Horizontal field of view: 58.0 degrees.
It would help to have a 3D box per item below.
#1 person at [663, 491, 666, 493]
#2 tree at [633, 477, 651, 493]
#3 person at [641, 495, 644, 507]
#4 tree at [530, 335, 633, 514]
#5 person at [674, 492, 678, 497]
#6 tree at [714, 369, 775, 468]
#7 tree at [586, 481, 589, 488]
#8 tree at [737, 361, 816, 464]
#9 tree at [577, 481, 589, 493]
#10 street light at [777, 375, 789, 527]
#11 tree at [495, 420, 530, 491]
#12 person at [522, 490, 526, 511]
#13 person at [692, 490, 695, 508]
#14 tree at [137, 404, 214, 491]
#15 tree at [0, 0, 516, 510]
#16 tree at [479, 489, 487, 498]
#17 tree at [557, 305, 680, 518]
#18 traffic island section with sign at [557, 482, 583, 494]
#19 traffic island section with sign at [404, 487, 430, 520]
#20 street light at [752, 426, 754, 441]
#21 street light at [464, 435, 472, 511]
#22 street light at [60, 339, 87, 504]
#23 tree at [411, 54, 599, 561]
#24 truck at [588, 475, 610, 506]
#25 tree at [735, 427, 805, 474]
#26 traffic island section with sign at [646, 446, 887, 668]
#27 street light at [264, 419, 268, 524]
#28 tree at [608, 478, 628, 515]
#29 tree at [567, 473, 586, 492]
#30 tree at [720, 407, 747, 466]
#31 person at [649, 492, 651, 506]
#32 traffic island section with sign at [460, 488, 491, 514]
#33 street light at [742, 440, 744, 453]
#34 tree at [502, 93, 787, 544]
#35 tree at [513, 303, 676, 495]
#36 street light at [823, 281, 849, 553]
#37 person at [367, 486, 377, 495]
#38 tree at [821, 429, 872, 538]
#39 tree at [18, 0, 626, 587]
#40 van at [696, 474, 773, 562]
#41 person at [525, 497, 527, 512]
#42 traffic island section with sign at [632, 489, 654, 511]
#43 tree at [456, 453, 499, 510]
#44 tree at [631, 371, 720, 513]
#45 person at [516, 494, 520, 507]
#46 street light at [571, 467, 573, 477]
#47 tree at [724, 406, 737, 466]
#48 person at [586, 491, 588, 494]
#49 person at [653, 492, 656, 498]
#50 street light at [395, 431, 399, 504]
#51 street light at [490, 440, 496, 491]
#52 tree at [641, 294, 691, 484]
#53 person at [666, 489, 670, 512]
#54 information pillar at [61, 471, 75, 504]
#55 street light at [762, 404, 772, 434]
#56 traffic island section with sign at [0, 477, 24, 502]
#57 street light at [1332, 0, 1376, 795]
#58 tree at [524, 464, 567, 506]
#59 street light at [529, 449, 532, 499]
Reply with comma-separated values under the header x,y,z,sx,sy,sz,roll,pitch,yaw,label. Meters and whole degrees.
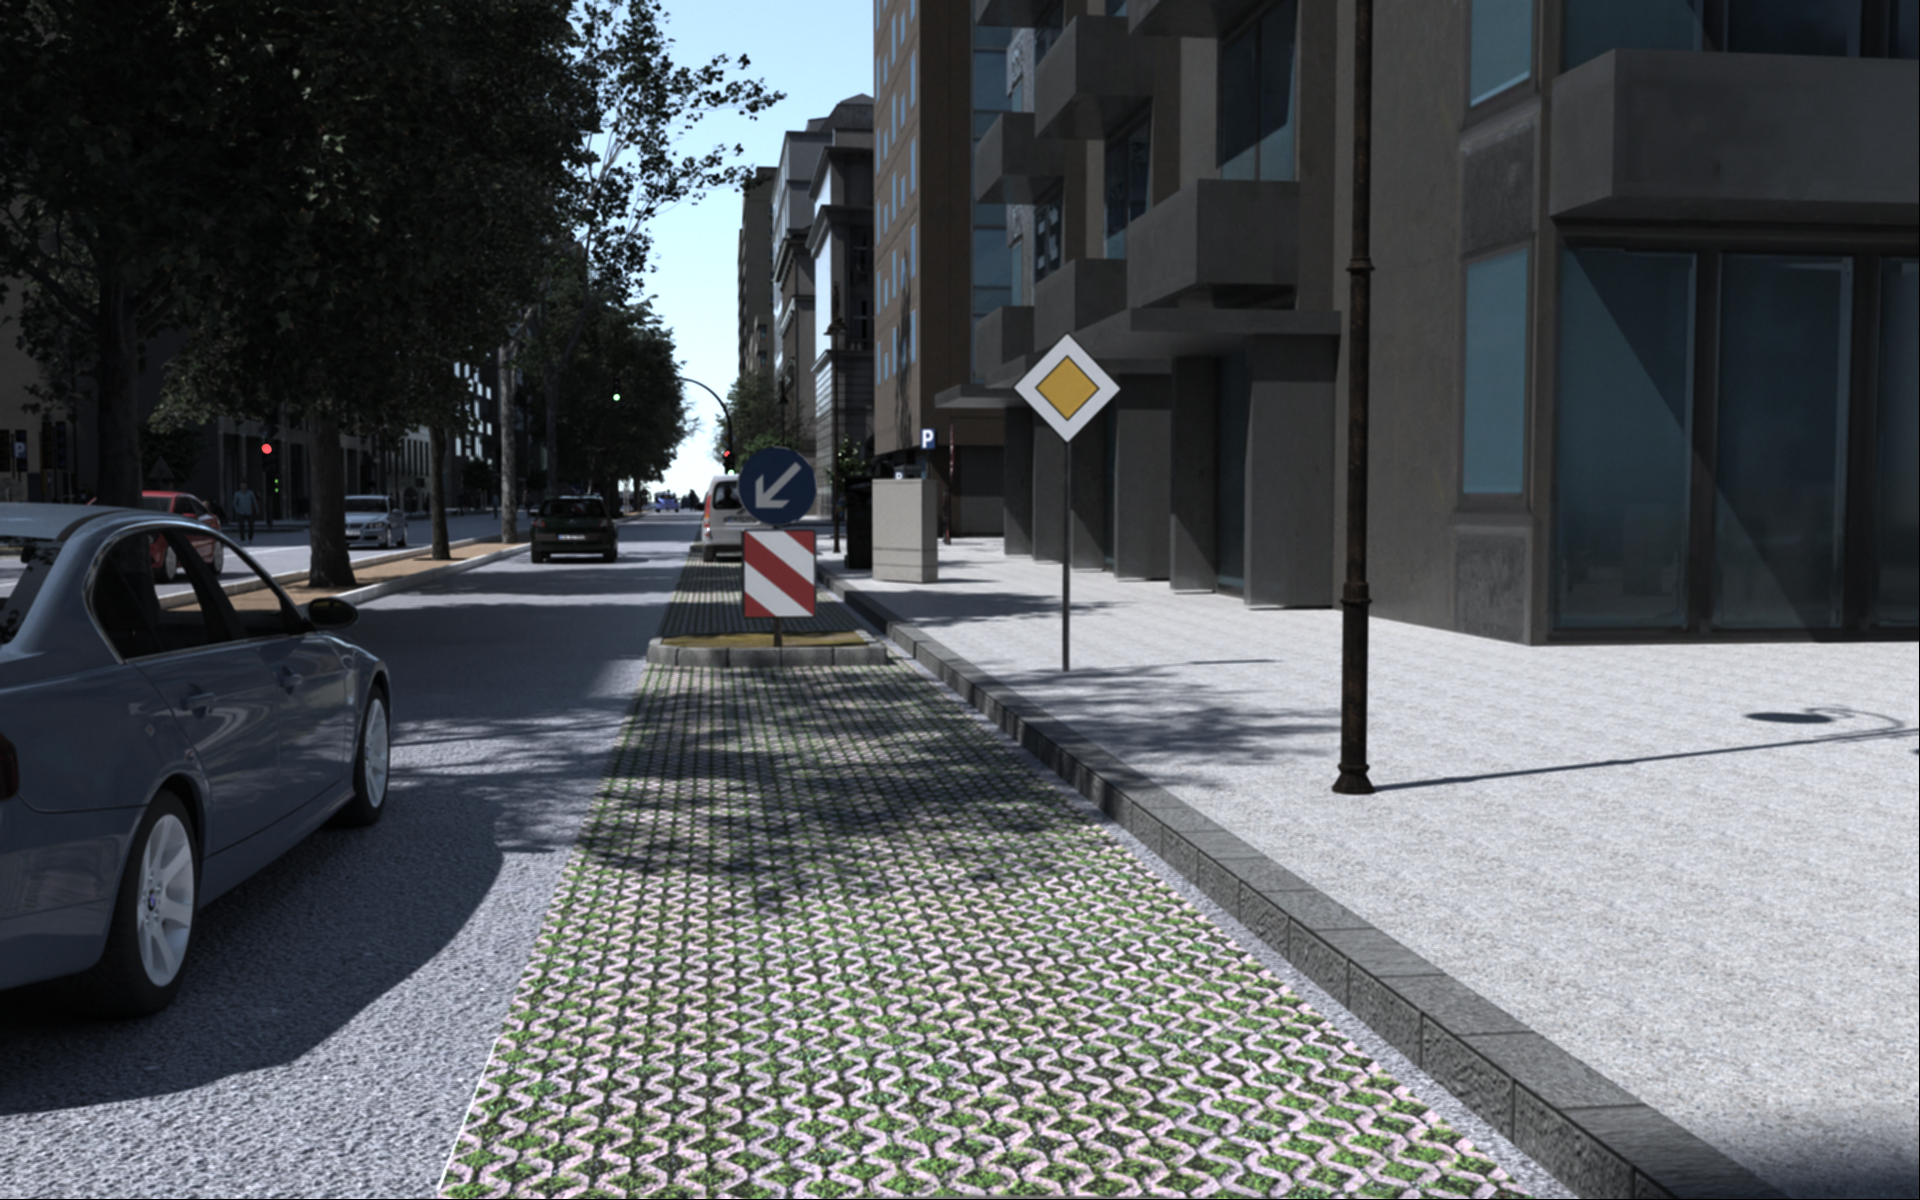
x,y,z,sx,sy,sz,roll,pitch,yaw,label
-29.635,-10.099,174.343,1.217,1.743,0.721,2,4,32,person
-23.575,-10.404,122.929,4.360,8.622,3.978,0,3,0,tree
-36.505,-11.608,198.420,0.705,1.807,1.348,2,4,33,person
-16.994,-7.654,77.962,4.360,8.622,3.978,0,3,0,tree
-50.481,-18.203,306.127,1.348,1.823,0.705,1,4,20,person
-18.875,-14.606,156.942,7.486,12.596,7.792,0,3,0,tree
-56.468,-16.648,255.908,4.285,4.588,4.351,0,3,0,tree
-9.983,-8.862,95.250,4.360,8.622,3.978,0,3,0,tree
-57.890,-16.658,266.960,1.663,3.219,1.824,0,3,0,tree
-6.863,-5.782,67.319,0.468,5.910,1.993,-1,4,-8,street light
-42.111,-13.110,164.712,4.360,8.622,3.978,0,3,0,tree
-37.711,-8.646,150.416,0.990,1.755,0.434,2,4,35,person
-28.208,-10.698,183.037,1.348,1.869,0.705,2,4,26,person
-28.878,-4.834,62.755,4.285,4.588,4.351,0,3,0,tree
-8.107,-5.927,16.378,9.611,12.733,9.660,0,3,0,tree
-39.953,-9.158,144.331,1.663,3.219,1.824,0,3,0,tree
-20.391,-11.085,101.823,7.486,12.596,7.792,0,3,0,tree
-16.478,-4.061,74.538,2.006,1.907,1.989,-1,4,-8,traffic island section with sign
-30.450,-5.338,95.902,1.989,1.847,2.006,-1,4,-8,traffic island section with sign
-14.107,-8.909,118.448,0.468,5.910,1.993,-1,4,-8,street light
-37.798,-9.815,133.267,0.468,5.910,1.993,-1,4,-8,street light
-26.040,-4.781,50.960,0.468,5.910,1.993,-1,4,-8,street light
-11.309,-6.658,37.078,9.928,11.665,9.643,0,3,0,tree
-43.330,-13.475,209.236,2.839,4.237,11.283,-1,4,-10,truck
-9.190,-6.166,84.526,4.285,4.588,4.351,0,3,0,tree
-1.728,-0.400,15.160,1.989,1.847,2.006,-1,4,-8,traffic island section with sign
-29.311,-6.139,73.165,0.468,5.910,1.993,-1,4,-8,street light
-22.956,-10.123,118.331,4.737,8.622,4.395,0,3,0,tree
-51.276,-14.643,223.121,4.285,4.588,4.351,0,3,0,tree
-29.848,-19.875,235.326,12.009,13.543,11.850,0,3,0,tree
-38.156,-12.504,213.627,0.721,1.739,1.217,0,4,-5,person
-34.276,-6.970,122.585,1.989,1.847,2.006,-1,4,-8,traffic island section with sign
-18.540,-10.738,148.351,0.468,5.910,1.993,-1,4,-8,street light
-11.554,-11.615,48.246,12.611,20.169,13.585,0,3,0,tree
-17.988,-8.992,83.891,8.767,10.594,7.601,-1,4,-8,tree
-2.695,-3.970,37.699,0.468,5.910,1.993,-1,4,-8,street light
-26.398,-4.225,77.860,0.520,1.790,0.573,-2,4,-27,person
-3.405,-3.435,50.756,1.663,3.219,1.824,0,3,0,tree
-9.695,-7.167,26.285,9.857,13.997,8.962,0,3,0,tree
-4.749,-1.875,37.675,2.013,2.044,4.112,0,4,-7,van
-35.135,-8.029,140.779,0.512,1.701,0.522,-1,4,-13,person
-27.145,-8.611,148.918,2.006,1.907,1.989,-1,4,-8,traffic island section with sign
-38.681,-9.491,138.895,4.285,4.588,4.351,0,3,0,tree
-24.611,-13.437,132.524,12.009,13.543,11.850,0,3,0,tree
-20.279,-4.282,78.293,0.659,1.850,0.755,0,4,-6,person
-52.061,-15.869,232.239,0.468,5.910,1.993,-1,4,-8,street light
-16.584,-11.356,136.029,4.360,8.622,3.978,0,3,0,tree
-40.930,-11.060,189.886,0.990,1.755,0.434,2,4,34,person
-53.035,-17.882,301.656,1.217,1.735,0.721,-1,4,-21,person
-33.638,-7.984,103.331,0.468,5.910,1.993,-1,4,-8,street light
-40.167,-10.792,149.242,0.468,5.910,1.993,-1,4,-8,street light
-19.068,-11.229,92.703,9.857,13.997,8.962,0,3,0,tree
-23.581,-8.050,140.134,0.555,1.821,0.388,-2,4,-34,person
-28.984,-3.173,56.373,0.304,2.012,0.304,1,4,13,information pillar
-9.875,-7.098,88.837,0.468,5.910,1.993,-1,4,-8,street light
-22.538,-1.964,40.733,1.989,1.847,2.006,-1,4,-8,traffic island section with sign
1.697,-2.110,7.293,0.468,5.910,1.993,-1,4,-8,street light
-46.461,-12.709,191.507,4.285,4.588,4.351,0,3,0,tree
-44.358,-12.611,178.983,0.468,5.910,1.993,-1,4,-8,street light
